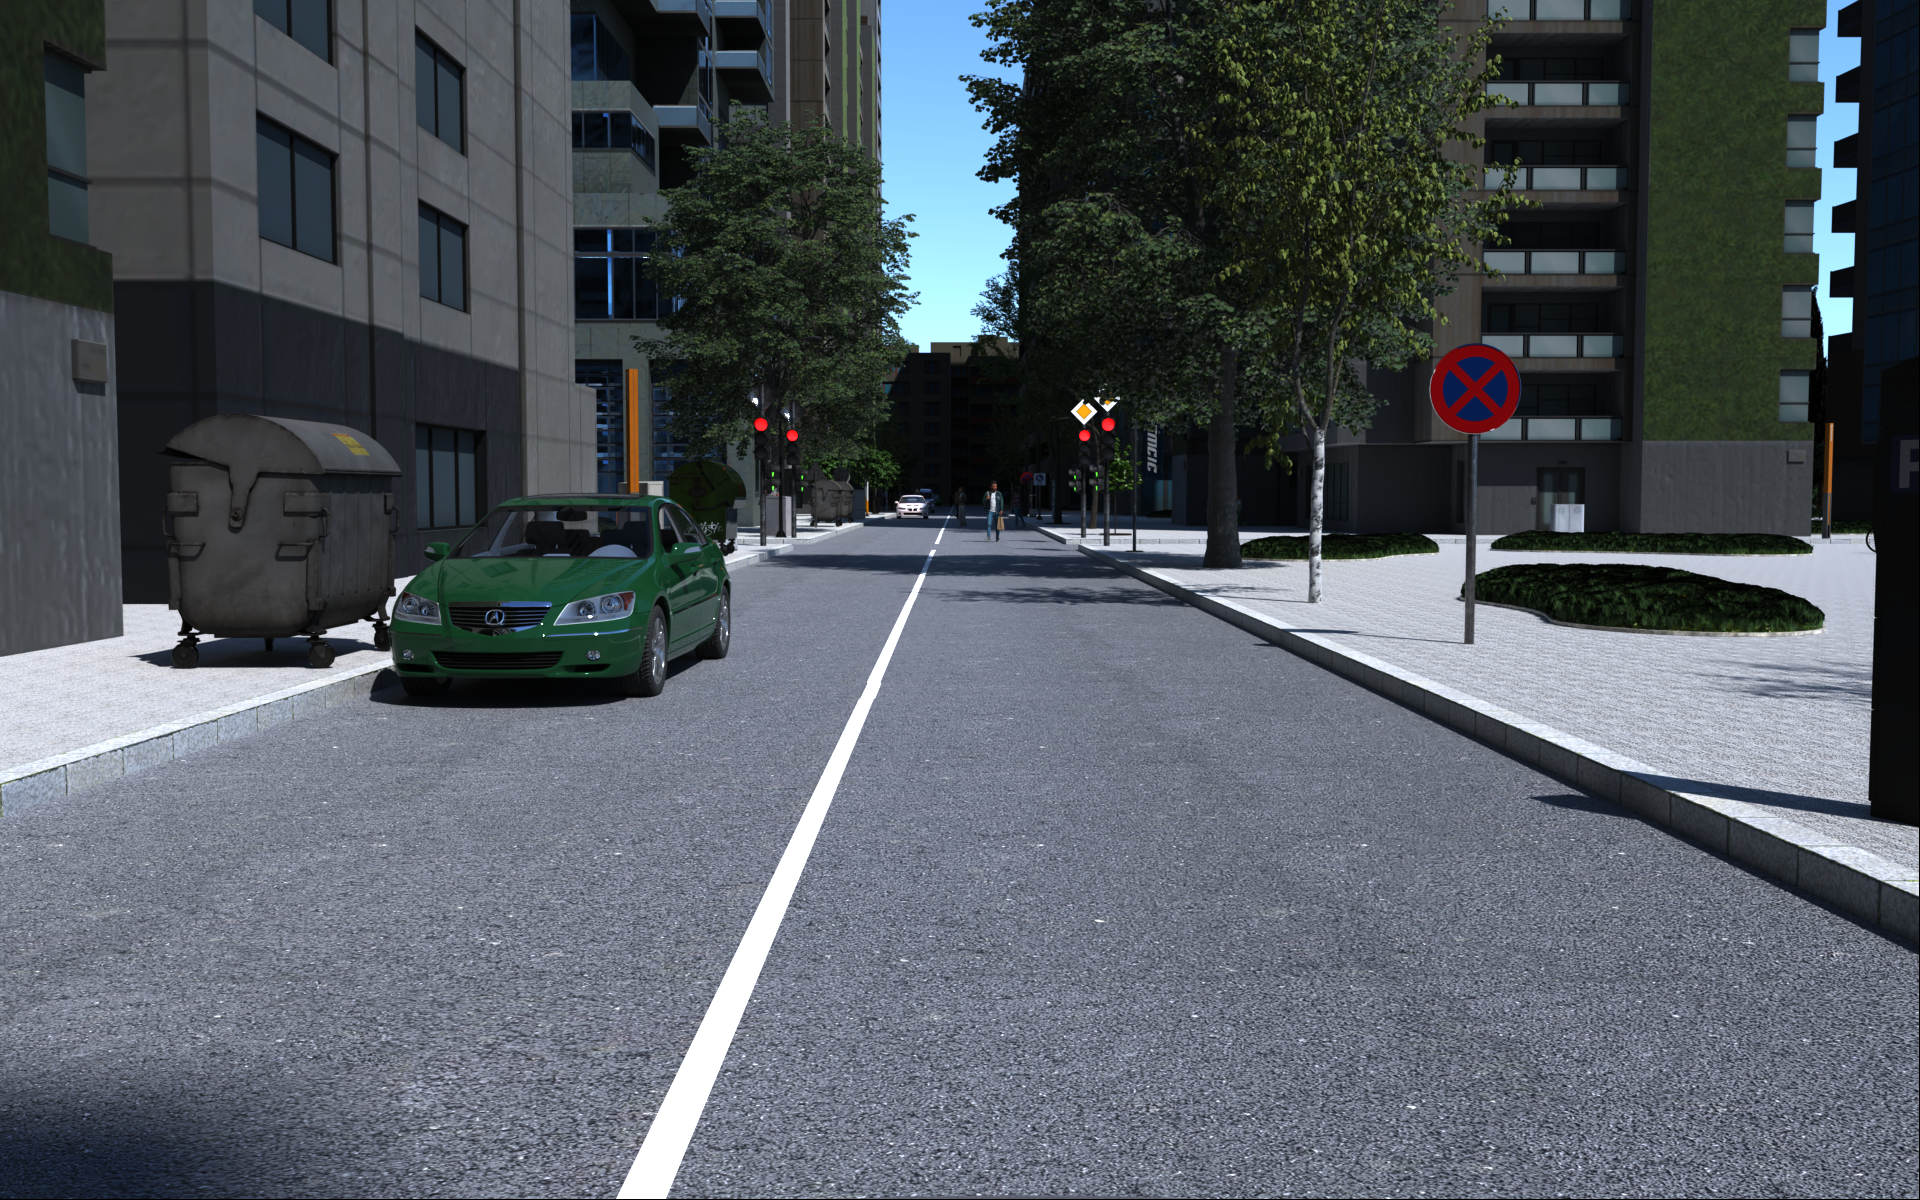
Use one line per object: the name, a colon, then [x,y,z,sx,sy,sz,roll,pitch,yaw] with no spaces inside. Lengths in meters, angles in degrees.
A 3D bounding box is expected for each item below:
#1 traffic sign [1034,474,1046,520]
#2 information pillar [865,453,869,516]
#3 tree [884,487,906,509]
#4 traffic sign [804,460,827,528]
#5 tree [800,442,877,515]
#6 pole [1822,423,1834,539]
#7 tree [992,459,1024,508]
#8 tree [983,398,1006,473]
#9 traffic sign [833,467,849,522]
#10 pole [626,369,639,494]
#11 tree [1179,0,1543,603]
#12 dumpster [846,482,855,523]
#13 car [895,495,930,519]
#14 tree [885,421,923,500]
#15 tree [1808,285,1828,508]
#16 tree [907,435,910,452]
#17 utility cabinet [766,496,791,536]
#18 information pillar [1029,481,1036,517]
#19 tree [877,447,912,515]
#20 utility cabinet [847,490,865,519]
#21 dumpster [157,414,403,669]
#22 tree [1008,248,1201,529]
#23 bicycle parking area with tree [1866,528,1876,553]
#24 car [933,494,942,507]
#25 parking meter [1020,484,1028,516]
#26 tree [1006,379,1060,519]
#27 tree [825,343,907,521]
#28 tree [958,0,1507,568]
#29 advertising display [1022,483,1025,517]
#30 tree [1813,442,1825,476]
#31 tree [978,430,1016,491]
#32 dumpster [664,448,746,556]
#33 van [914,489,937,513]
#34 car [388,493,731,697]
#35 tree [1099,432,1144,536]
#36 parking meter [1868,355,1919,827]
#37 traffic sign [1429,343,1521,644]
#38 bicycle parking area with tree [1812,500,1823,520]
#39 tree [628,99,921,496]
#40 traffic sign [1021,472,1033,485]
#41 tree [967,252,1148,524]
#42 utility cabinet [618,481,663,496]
traffic sign: [3.873,-5.023,84.258,0.606,2.300,0.079,0,4,2]
information pillar: [-5.354,-6.605,99.350,0.183,3.616,0.504,-1,4,-18]
tree: [-6.123,-9.570,151.071,1.663,3.219,1.824,0,3,0]
traffic sign: [-5.503,-4.043,66.108,0.884,2.594,0.081,0,4,1]
tree: [-7.724,-7.168,100.917,4.285,4.588,4.351,0,3,0]
pole: [24.989,-3.427,49.872,0.158,3.312,0.155,0,3,0]
tree: [4.540,-10.949,162.726,4.285,4.588,4.351,0,3,0]
tree: [3.886,-11.104,131.911,4.737,8.622,4.395,0,3,0]
traffic sign: [-5.544,-4.914,80.449,0.768,2.556,0.104,0,4,8]
pole: [-5.356,-2.110,28.346,0.158,3.312,0.155,0,3,0]
tree: [4.378,-4.278,20.308,4.737,8.622,4.395,0,3,0]
dumpster: [-5.350,-4.349,76.862,1.264,1.857,1.865,0,3,0]
car: [-2.798,-5.465,101.720,2.083,1.381,4.827,0,4,-2]
tree: [-5.870,-13.830,176.479,4.360,8.622,3.978,0,3,0]
tree: [59.346,-13.013,114.579,13.155,14.587,18.604,0,4,-3]
tree: [-5.378,-10.724,125.705,4.737,8.622,4.395,0,3,0]
utility cabinet: [-5.578,-2.558,52.980,1.020,1.237,0.306,3,5,41]
information pillar: [4.030,-5.583,95.770,0.304,2.012,0.304,-1,4,-23]
tree: [-5.395,-7.673,109.166,4.285,4.588,4.351,0,3,0]
utility cabinet: [-5.347,-4.840,87.809,1.173,1.500,0.318,-3,5,-42]
dumpster: [-5.204,-0.466,13.378,1.264,1.857,1.865,0,3,0]
tree: [5.171,-7.893,63.469,7.601,10.594,8.767,2,4,32]
bicycle parking area with tree: [22.968,-2.837,33.388,9.016,4.147,8.231,1,4,19]
car: [-2.984,-11.419,195.497,1.959,1.807,4.718,0,4,0]
parking meter: [3.685,-5.748,99.696,0.399,1.863,0.255,1,4,16]
tree: [5.089,-8.541,90.004,4.737,8.622,4.395,0,3,0]
tree: [-5.408,-8.123,83.171,4.737,8.622,4.395,0,3,0]
tree: [4.650,-7.534,29.837,9.857,13.997,8.962,0,3,0]
advertising display: [3.577,-5.660,97.749,0.123,1.923,0.974,0,4,4]
tree: [36.881,-5.329,70.847,4.285,4.588,4.351,0,3,0]
tree: [4.289,-15.018,195.903,4.360,8.622,3.978,0,3,0]
dumpster: [-5.361,-2.075,36.421,1.502,2.255,1.985,0,3,0]
van: [-2.763,-7.616,131.526,2.013,2.044,4.112,0,4,-2]
car: [-2.992,-0.121,13.784,2.131,1.459,4.920,0,4,2]
tree: [4.796,-3.625,53.863,1.663,3.219,1.824,0,3,0]
parking meter: [3.790,-0.063,6.745,0.255,1.863,0.399,-1,4,-19]
traffic sign: [4.360,-0.896,14.751,0.768,2.556,0.104,0,4,3]
bicycle parking area with tree: [46.224,-5.915,83.713,9.016,4.147,8.231,1,4,13]
tree: [-5.984,-9.218,57.373,9.857,13.997,8.962,0,3,0]
traffic sign: [3.901,-6.148,100.623,0.768,2.556,0.104,1,4,9]
tree: [4.016,-9.044,73.619,9.928,11.665,9.643,0,3,0]
utility cabinet: [-5.501,-1.291,29.788,0.318,1.500,1.173,-3,4,-36]
